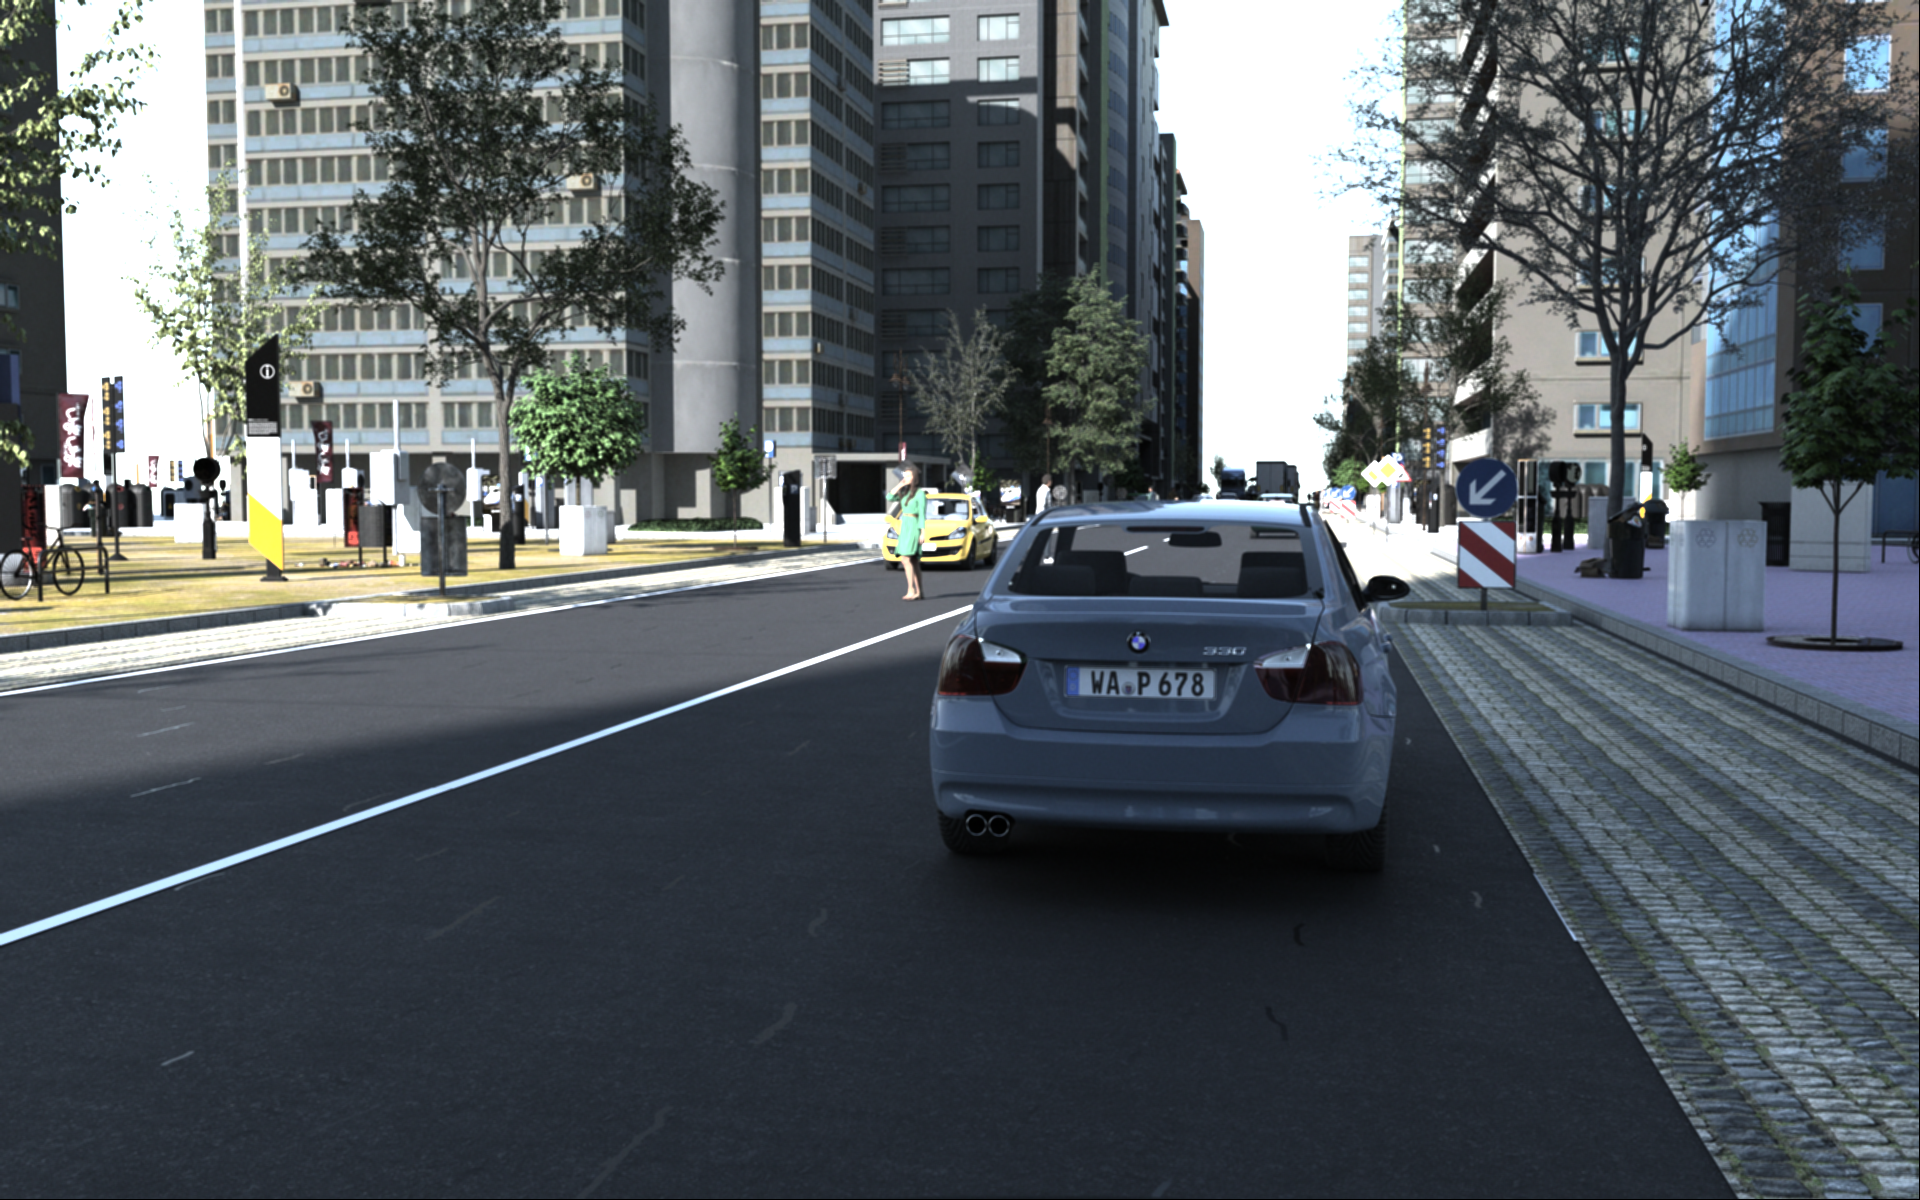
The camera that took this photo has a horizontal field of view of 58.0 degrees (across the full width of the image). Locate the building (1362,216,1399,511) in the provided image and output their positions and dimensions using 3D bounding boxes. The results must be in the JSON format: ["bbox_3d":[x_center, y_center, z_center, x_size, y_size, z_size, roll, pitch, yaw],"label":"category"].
[{"bbox_3d":[54.249,-28.529,158.324,32.217,40.220,23.993,1,4,11],"label":"building"}]

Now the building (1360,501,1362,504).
[{"bbox_3d":[59.427,-29.959,181.714,32.217,40.220,23.993,1,4,11],"label":"building"}]

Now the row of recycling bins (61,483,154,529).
[{"bbox_3d":[-32.446,-3.581,65.660,1.069,1.692,3.534,3,4,38],"label":"row of recycling bins"}]

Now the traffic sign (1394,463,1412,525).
[{"bbox_3d":[18.426,-4.428,72.404,0.884,2.594,0.081,1,4,12],"label":"traffic sign"}]

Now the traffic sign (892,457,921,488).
[{"bbox_3d":[-1.445,-2.630,46.642,0.795,2.450,0.064,1,4,11],"label":"traffic sign"}]

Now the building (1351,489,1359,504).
[{"bbox_3d":[67.543,-32.537,223.867,32.217,40.220,23.993,1,4,11],"label":"building"}]

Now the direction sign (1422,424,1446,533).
[{"bbox_3d":[15.415,-3.940,56.415,0.379,3.537,0.876,-3,5,-40],"label":"direction sign"}]

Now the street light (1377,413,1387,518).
[{"bbox_3d":[22.542,-7.331,92.650,0.468,5.910,1.993,1,4,11],"label":"street light"}]

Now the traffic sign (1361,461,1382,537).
[{"bbox_3d":[12.450,-2.960,52.038,0.795,2.450,0.064,1,4,11],"label":"traffic sign"}]

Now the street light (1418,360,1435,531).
[{"bbox_3d":[16.100,-5.329,59.914,0.468,5.910,1.993,1,4,11],"label":"street light"}]

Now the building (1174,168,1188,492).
[{"bbox_3d":[18.498,-35.142,229.195,22.147,44.769,28.867,1,4,11],"label":"building"}]

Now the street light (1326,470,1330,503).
[{"bbox_3d":[59.689,-18.895,281.720,0.468,5.910,1.993,1,4,11],"label":"street light"}]

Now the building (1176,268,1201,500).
[{"bbox_3d":[19.477,-34.551,256.787,32.217,40.220,23.993,1,4,11],"label":"building"}]

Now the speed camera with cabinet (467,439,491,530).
[{"bbox_3d":[-16.803,-4.124,61.770,2.038,3.252,0.660,3,5,44],"label":"speed camera with cabinet"}]

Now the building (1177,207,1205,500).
[{"bbox_3d":[31.324,-38.180,274.356,14.600,45.320,14.200,1,4,11],"label":"building"}]

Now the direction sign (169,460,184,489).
[{"bbox_3d":[-51.697,-7.481,114.316,0.876,3.537,0.379,0,4,-6],"label":"direction sign"}]

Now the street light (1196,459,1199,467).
[{"bbox_3d":[28.967,-14.615,211.746,0.468,5.910,1.993,1,4,11],"label":"street light"}]

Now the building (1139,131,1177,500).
[{"bbox_3d":[16.351,-31.079,191.733,14.154,41.232,14.086,1,4,11],"label":"building"}]

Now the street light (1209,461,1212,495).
[{"bbox_3d":[35.221,-16.567,243.658,0.468,5.910,1.993,1,4,11],"label":"street light"}]

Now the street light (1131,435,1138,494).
[{"bbox_3d":[13.210,-9.705,131.460,0.468,5.910,1.993,1,4,11],"label":"street light"}]

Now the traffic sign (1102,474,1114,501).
[{"bbox_3d":[9.532,-6.803,111.339,0.768,2.556,0.104,1,4,12],"label":"traffic sign"}]

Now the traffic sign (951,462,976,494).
[{"bbox_3d":[0.095,-3.109,54.478,0.795,2.450,0.064,1,4,11],"label":"traffic sign"}]

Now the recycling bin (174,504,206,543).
[{"bbox_3d":[-20.211,-2.016,45.520,0.722,1.027,0.722,-1,4,-19],"label":"recycling bin"}]

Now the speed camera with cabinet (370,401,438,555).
[{"bbox_3d":[-11.963,-2.635,37.420,0.660,3.252,2.038,1,4,11],"label":"speed camera with cabinet"}]

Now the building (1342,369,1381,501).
[{"bbox_3d":[69.856,-24.844,251.243,27.650,21.520,28.899,1,4,11],"label":"building"}]

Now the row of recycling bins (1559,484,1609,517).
[{"bbox_3d":[25.005,-3.801,69.260,1.069,1.692,3.534,3,5,44],"label":"row of recycling bins"}]

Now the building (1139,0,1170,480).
[{"bbox_3d":[5.450,-35.666,172.369,28.713,52.752,27.495,1,4,11],"label":"building"}]

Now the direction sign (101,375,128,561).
[{"bbox_3d":[-16.264,-2.528,33.324,0.876,3.537,0.379,3,5,39],"label":"direction sign"}]

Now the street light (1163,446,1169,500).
[{"bbox_3d":[19.412,-11.659,163.419,0.468,5.910,1.993,1,4,11],"label":"street light"}]

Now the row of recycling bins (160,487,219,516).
[{"bbox_3d":[-45.267,-5.786,101.706,1.069,1.692,3.534,2,4,32],"label":"row of recycling bins"}]

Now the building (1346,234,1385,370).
[{"bbox_3d":[67.924,-36.042,272.880,14.154,41.232,14.086,1,4,11],"label":"building"}]

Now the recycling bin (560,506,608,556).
[{"bbox_3d":[-7.879,-1.450,36.257,0.722,1.027,0.722,3,4,38],"label":"recycling bin"}]

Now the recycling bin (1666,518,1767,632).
[{"bbox_3d":[7.192,-0.240,16.479,0.722,1.027,0.722,1,4,10],"label":"recycling bin"}]

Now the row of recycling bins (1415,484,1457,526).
[{"bbox_3d":[19.727,-3.964,71.925,1.069,1.692,3.534,0,4,-1],"label":"row of recycling bins"}]

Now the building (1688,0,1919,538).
[{"bbox_3d":[32.351,-24.723,54.330,14.200,45.320,14.600,1,4,11],"label":"building"}]

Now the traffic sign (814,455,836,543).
[{"bbox_3d":[-3.544,-2.651,45.475,0.606,2.300,0.079,1,4,15],"label":"traffic sign"}]

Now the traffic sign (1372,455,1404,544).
[{"bbox_3d":[10.910,-2.481,44.202,0.795,2.450,0.064,1,4,11],"label":"traffic sign"}]

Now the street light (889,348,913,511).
[{"bbox_3d":[-1.871,-5.031,55.039,0.468,5.910,1.993,1,4,11],"label":"street light"}]

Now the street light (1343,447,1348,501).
[{"bbox_3d":[37.122,-11.873,166.919,0.468,5.910,1.993,1,4,11],"label":"street light"}]

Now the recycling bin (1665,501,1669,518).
[{"bbox_3d":[27.452,-3.300,66.509,0.722,1.027,0.722,-3,5,-42],"label":"recycling bin"}]

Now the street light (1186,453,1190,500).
[{"bbox_3d":[25.756,-13.610,195.314,0.468,5.910,1.993,1,4,11],"label":"street light"}]

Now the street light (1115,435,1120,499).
[{"bbox_3d":[10.785,-8.961,119.303,0.468,5.910,1.993,1,4,11],"label":"street light"}]

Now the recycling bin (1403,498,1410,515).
[{"bbox_3d":[26.586,-5.616,104.369,0.722,1.027,0.722,-3,4,-36],"label":"recycling bin"}]

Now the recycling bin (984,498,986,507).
[{"bbox_3d":[1.021,-5.380,100.518,0.722,1.027,0.722,-3,5,-41],"label":"recycling bin"}]

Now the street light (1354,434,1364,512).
[{"bbox_3d":[28.814,-9.292,124.716,0.468,5.910,1.993,1,4,11],"label":"street light"}]

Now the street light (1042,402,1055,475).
[{"bbox_3d":[4.454,-7.010,87.406,0.468,5.910,1.993,1,4,11],"label":"street light"}]

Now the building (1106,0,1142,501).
[{"bbox_3d":[3.226,-36.807,143.786,21.231,58.520,28.212,1,4,11],"label":"building"}]
